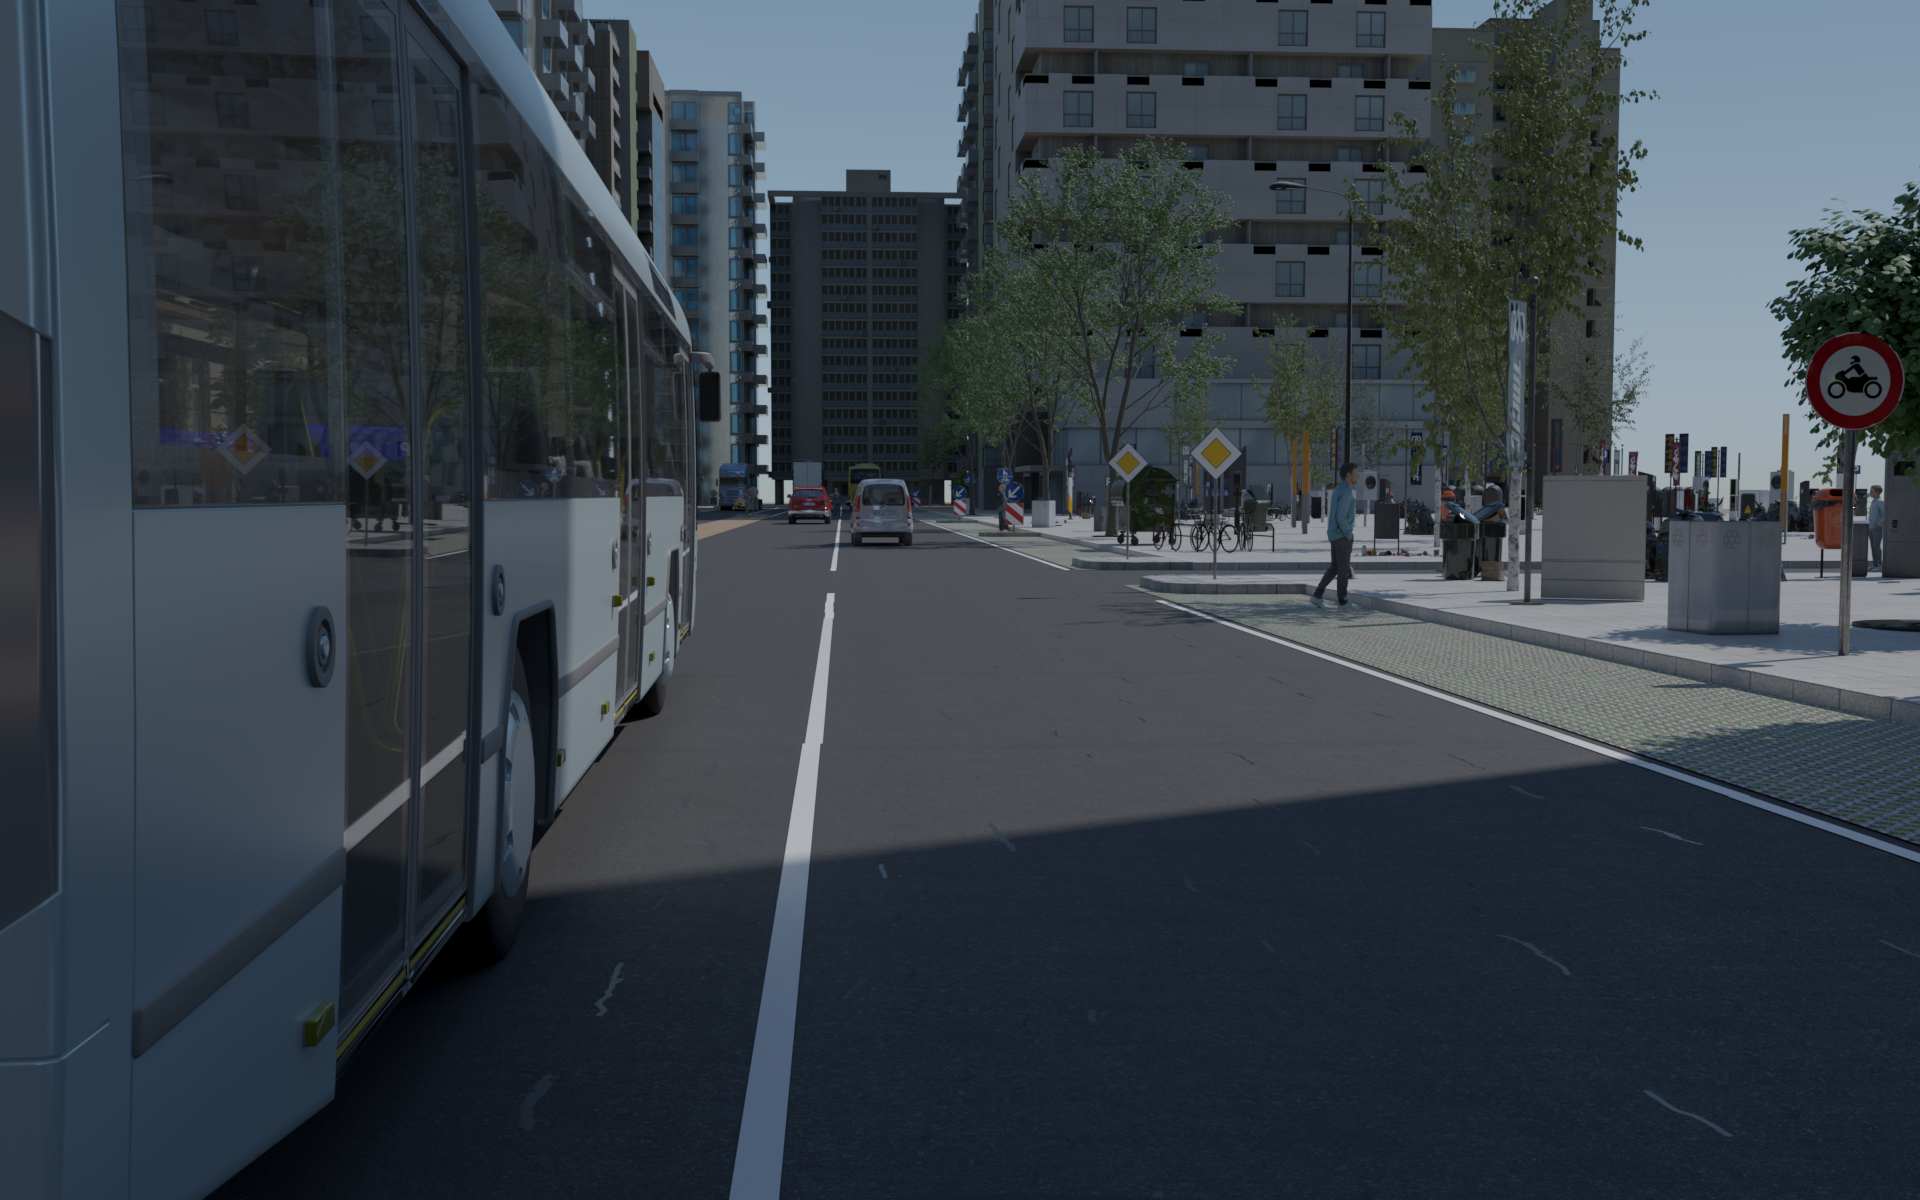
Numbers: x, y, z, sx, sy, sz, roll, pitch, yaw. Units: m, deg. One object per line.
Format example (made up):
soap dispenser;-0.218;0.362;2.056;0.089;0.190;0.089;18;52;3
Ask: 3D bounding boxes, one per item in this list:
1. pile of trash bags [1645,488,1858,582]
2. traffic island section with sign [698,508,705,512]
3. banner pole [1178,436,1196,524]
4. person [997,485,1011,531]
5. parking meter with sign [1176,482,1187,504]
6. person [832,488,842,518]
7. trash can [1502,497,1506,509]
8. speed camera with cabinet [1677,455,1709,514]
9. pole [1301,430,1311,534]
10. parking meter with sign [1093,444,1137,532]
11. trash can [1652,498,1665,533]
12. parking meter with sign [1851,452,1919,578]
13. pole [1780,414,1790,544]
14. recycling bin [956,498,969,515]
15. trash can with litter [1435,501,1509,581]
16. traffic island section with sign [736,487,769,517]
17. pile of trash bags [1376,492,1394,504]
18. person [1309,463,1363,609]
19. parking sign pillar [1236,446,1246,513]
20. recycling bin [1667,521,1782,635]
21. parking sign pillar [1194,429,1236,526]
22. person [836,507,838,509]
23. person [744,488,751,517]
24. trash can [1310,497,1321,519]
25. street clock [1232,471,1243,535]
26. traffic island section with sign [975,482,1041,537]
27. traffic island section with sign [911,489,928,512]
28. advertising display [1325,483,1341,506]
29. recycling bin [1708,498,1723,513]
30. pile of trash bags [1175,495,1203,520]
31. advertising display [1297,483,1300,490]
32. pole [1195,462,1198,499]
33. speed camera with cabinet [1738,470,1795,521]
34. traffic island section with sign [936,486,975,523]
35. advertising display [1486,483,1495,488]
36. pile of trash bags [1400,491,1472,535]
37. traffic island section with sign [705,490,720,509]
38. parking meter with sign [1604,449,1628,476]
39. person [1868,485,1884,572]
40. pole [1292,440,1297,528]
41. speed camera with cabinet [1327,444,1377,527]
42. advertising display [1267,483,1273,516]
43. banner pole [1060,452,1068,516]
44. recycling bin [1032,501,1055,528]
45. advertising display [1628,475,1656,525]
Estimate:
pile of trash bags;11.745;-0.998;26.077;3.447;1.369;1.912;0;4;-3
traffic island section with sign;-21.098;-7.696;134.457;1.989;1.847;2.006;0;4;-4
banner pole;9.706;-5.219;75.351;0.863;3.779;0.401;-3;4;-36
person;1.568;-3.286;62.647;0.534;1.772;0.576;-1;4;-13
parking meter with sign;11.719;-6.088;95.792;1.738;3.016;0.543;1;4;16
person;-7.413;-5.867;104.601;0.661;1.801;0.590;-2;4;-28
trash can;26.317;-4.465;84.663;0.748;1.137;0.748;0;3;0
speed camera with cabinet;37.306;-5.734;88.094;2.038;3.252;0.660;-3;4;-36
pole;11.067;-3.771;55.500;0.158;3.312;0.155;0;3;0
parking meter with sign;5.300;-3.869;59.511;0.543;3.016;1.738;3;5;45
trash can;22.768;-2.768;56.916;0.748;1.137;0.748;0;3;0
parking meter with sign;14.525;-1.851;26.527;1.738;3.016;0.543;2;4;27
pole;20.986;-3.072;44.074;0.158;3.312;0.155;0;3;0
recycling bin;0.204;-5.714;105.975;0.722;1.027;0.722;-1;4;-16
trash can with litter;7.702;-0.885;25.860;1.055;1.170;0.624;2;4;34
traffic island section with sign;-12.912;-6.098;107.839;2.006;1.907;1.989;0;4;-4
pile of trash bags;23.110;-5.043;92.204;1.912;1.369;3.447;0;4;2
person;4.688;-0.798;21.568;0.620;1.820;0.660;0;4;-4
parking sign pillar;15.237;-6.575;95.980;1.447;3.967;1.447;-2;4;-33
recycling bin;7.099;-0.217;16.100;0.722;1.027;0.722;-1;4;-12
parking sign pillar;10.355;-5.059;71.179;1.447;3.967;1.447;0;4;-4
person;-12.110;-9.747;168.394;0.750;1.759;0.617;3;5;43
person;-12.900;-5.921;105.589;0.573;1.790;0.520;-3;5;-43
trash can;18.525;-4.784;89.868;0.748;1.137;0.748;0;3;0
street clock;8.725;-3.053;54.488;0.358;2.002;0.471;1;4;13
traffic island section with sign;1.647;-3.051;58.505;1.989;1.847;2.006;0;4;-4
traffic island section with sign;-3.554;-7.759;135.486;1.989;1.847;2.006;0;4;-4
advertising display;22.352;-6.014;103.549;0.974;1.923;0.123;1;4;18
recycling bin;46.951;-5.819;107.699;0.722;1.027;0.722;3;5;41
pile of trash bags;11.458;-4.668;86.079;1.912;1.369;3.447;-3;5;-41
advertising display;18.904;-5.611;96.957;0.123;1.923;0.974;1;4;16
pole;14.796;-6.998;108.255;0.158;3.312;0.155;0;3;0
speed camera with cabinet;31.240;-4.452;67.127;0.660;3.252;2.038;-2;4;-29
traffic island section with sign;-0.170;-4.706;85.573;1.989;1.847;2.006;0;4;-4
advertising display;29.720;-5.631;97.276;0.974;1.923;0.123;-3;5;-44
pile of trash bags;15.021;-2.715;54.145;1.912;1.369;3.447;0;4;6
traffic island section with sign;-22.955;-9.376;161.924;1.989;1.847;2.006;0;4;-4
parking meter with sign;25.908;-4.364;67.605;1.738;3.016;0.543;-1;4;-10
person;16.973;-1.333;32.098;0.330;1.601;0.589;1;4;14
pole;12.739;-4.410;65.954;0.158;3.312;0.155;0;3;0
speed camera with cabinet;15.284;-4.471;67.431;2.038;3.252;0.660;-2;4;-29
advertising display;18.293;-5.934;102.242;0.123;1.923;0.974;0;4;-4
banner pole;6.302;-6.882;102.543;0.863;3.779;0.401;-3;5;-40
recycling bin;3.205;-3.292;66.377;0.722;1.027;0.722;2;4;24
advertising display;23.375;-3.320;59.491;0.974;1.923;0.123;1;4;21
